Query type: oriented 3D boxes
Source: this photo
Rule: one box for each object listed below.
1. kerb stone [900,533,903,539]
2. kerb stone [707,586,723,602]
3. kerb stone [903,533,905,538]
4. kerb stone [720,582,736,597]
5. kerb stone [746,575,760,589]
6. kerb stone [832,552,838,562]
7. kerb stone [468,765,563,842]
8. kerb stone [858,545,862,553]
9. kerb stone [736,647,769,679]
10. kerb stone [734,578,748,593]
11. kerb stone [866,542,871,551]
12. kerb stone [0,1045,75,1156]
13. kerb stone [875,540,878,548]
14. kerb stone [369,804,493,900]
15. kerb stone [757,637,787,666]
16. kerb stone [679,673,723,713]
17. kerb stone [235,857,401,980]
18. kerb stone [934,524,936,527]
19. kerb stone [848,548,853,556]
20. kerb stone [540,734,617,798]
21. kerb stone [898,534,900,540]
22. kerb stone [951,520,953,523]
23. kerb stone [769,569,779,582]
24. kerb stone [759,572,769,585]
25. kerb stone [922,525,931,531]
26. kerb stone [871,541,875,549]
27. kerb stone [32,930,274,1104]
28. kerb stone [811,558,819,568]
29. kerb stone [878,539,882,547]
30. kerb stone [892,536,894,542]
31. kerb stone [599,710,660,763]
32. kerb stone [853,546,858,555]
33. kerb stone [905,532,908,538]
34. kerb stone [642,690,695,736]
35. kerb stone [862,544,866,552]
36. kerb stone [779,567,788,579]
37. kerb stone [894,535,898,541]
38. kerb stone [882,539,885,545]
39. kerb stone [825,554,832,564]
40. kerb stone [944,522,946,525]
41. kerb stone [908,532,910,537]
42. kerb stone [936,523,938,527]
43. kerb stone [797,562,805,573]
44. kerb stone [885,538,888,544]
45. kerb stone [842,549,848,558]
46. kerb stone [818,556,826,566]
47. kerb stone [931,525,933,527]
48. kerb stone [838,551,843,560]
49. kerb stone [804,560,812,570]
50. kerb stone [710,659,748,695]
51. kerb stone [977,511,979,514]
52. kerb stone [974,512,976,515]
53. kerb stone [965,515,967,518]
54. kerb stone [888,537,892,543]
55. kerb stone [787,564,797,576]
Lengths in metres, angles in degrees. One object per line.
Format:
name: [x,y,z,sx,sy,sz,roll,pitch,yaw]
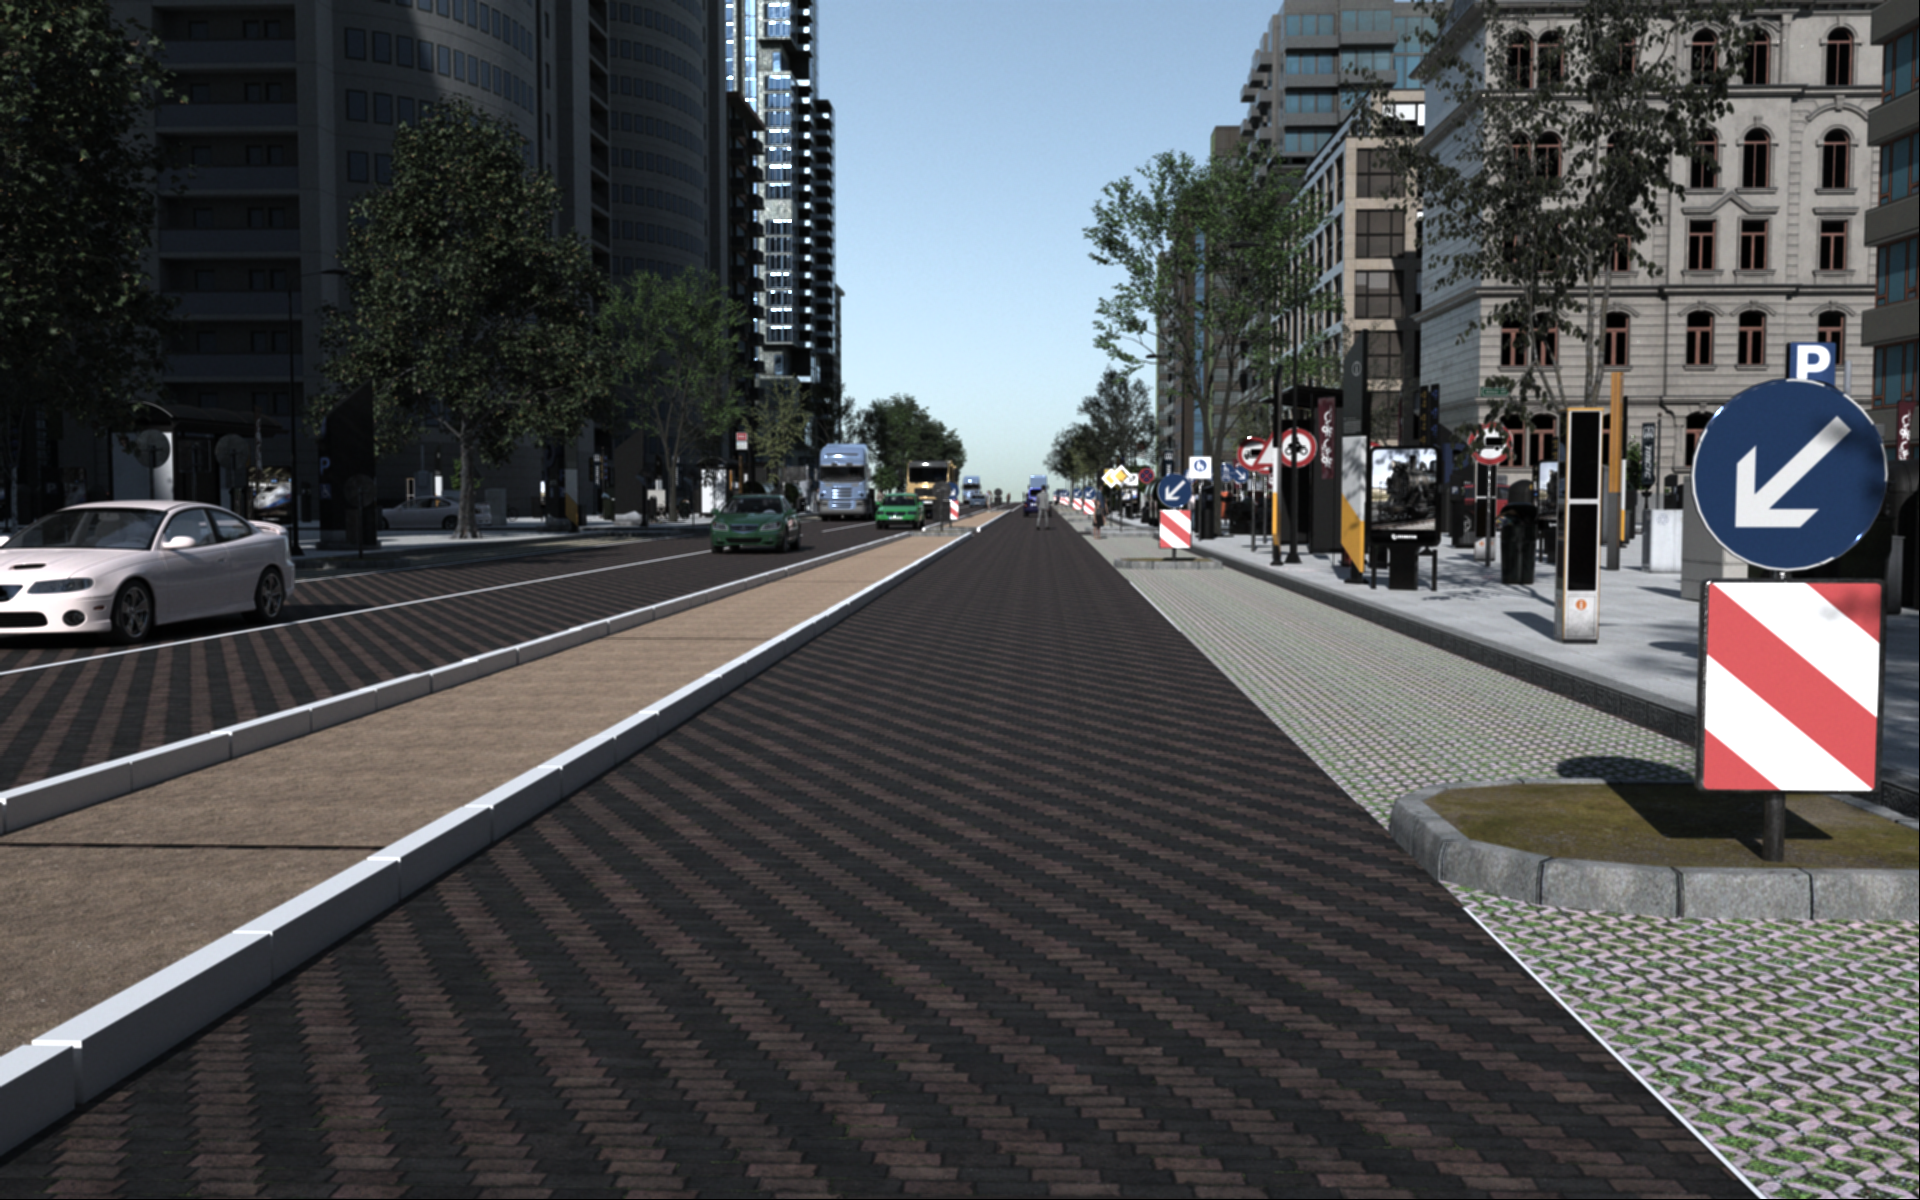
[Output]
kerb stone: [-1.947,-1.936,53.842,0.120,0.150,1.000,0,4,3]
kerb stone: [-3.346,-0.057,23.122,0.120,0.150,1.000,0,4,3]
kerb stone: [-1.908,-1.997,54.864,0.120,0.150,1.000,0,4,3]
kerb stone: [-3.307,-0.119,24.146,0.120,0.150,1.000,0,4,3]
kerb stone: [-3.210,-0.244,26.198,0.120,0.150,1.000,0,4,3]
kerb stone: [-2.744,-0.871,36.436,0.120,0.150,1.000,0,4,3]
kerb stone: [-1.959,0.891,7.634,0.120,0.150,1.000,0,4,3]
kerb stone: [-2.521,-1.184,41.549,0.120,0.150,1.000,0,4,3]
kerb stone: [-1.677,0.514,13.786,0.120,0.150,1.000,0,4,3]
kerb stone: [-3.262,-0.182,25.170,0.120,0.150,1.000,0,4,3]
kerb stone: [-2.419,-1.309,43.593,0.120,0.150,1.000,0,4,3]
kerb stone: [-2.146,1.141,3.537,0.120,0.150,1.000,0,4,3]
kerb stone: [-2.324,-1.434,45.635,0.120,0.150,1.000,0,4,3]
kerb stone: [-2.010,0.953,6.613,0.120,0.150,1.000,0,4,3]
kerb stone: [-1.634,0.452,14.809,0.120,0.150,1.000,0,4,3]
kerb stone: [-1.774,0.642,11.740,0.120,0.150,1.000,0,4,3]
kerb stone: [-2.057,1.018,5.592,0.120,0.150,1.000,0,4,3]
kerb stone: [-1.172,-2.968,70.765,0.120,0.150,1.000,0,4,3]
kerb stone: [-2.610,-1.058,39.500,0.120,0.150,1.000,0,4,3]
kerb stone: [-1.909,0.828,8.660,0.120,0.150,1.000,0,4,3]
kerb stone: [-1.995,-1.863,52.819,0.120,0.150,1.000,0,4,3]
kerb stone: [-0.566,-3.786,84.092,0.120,0.150,1.000,0,4,3]
kerb stone: [-3.121,-0.370,28.250,0.120,0.150,1.000,0,4,3]
kerb stone: [-3.173,-0.305,27.220,0.120,0.150,1.000,0,4,3]
kerb stone: [-1.323,-2.776,67.693,0.120,0.150,1.000,0,4,3]
kerb stone: [-2.366,-1.368,44.614,0.120,0.150,1.000,0,4,3]
kerb stone: [-2.097,1.078,4.567,0.120,0.150,1.000,0,4,3]
kerb stone: [-2.889,-0.683,33.369,0.120,0.150,1.000,0,4,3]
kerb stone: [-2.281,-1.497,46.667,0.120,0.150,1.000,0,4,3]
kerb stone: [-2.098,-1.748,50.769,0.120,0.150,1.000,0,4,3]
kerb stone: [-1.862,0.768,9.689,0.120,0.150,1.000,0,4,3]
kerb stone: [-2.560,-1.118,40.527,0.120,0.150,1.000,0,4,3]
kerb stone: [-1.859,-2.057,55.885,0.120,0.150,1.000,0,4,3]
kerb stone: [-1.814,0.702,10.716,0.120,0.150,1.000,0,4,3]
kerb stone: [-2.471,-1.246,42.572,0.120,0.150,1.000,0,4,3]
kerb stone: [-3.079,-0.430,29.271,0.120,0.150,1.000,0,4,3]
kerb stone: [-2.043,-1.810,51.790,0.120,0.150,1.000,0,4,3]
kerb stone: [-2.234,-1.559,47.692,0.120,0.150,1.000,0,4,3]
kerb stone: [-2.795,-0.807,35.412,0.120,0.150,1.000,0,4,3]
kerb stone: [-0.846,-3.410,77.941,0.120,0.150,1.000,0,4,3]
kerb stone: [-1.813,-2.123,56.907,0.120,0.150,1.000,0,4,3]
kerb stone: [-1.126,-3.033,71.786,0.120,0.150,1.000,0,4,3]
kerb stone: [-2.981,-0.558,31.325,0.120,0.150,1.000,0,4,3]
kerb stone: [-2.188,-1.622,48.713,0.120,0.150,1.000,0,4,3]
kerb stone: [-2.650,-0.996,38.479,0.120,0.150,1.000,0,4,3]
kerb stone: [-2.838,-0.746,34.390,0.120,0.150,1.000,0,4,3]
kerb stone: [-1.263,-2.845,68.715,0.120,0.150,1.000,0,4,3]
kerb stone: [-2.701,-0.933,37.458,0.120,0.150,1.000,0,4,3]
kerb stone: [-2.931,-0.620,32.348,0.120,0.150,1.000,0,4,3]
kerb stone: [-1.726,0.577,12.765,0.120,0.150,1.000,0,4,3]
kerb stone: [1.024,-5.915,118.903,0.120,0.150,1.000,0,4,3]
kerb stone: [0.780,-5.601,113.787,0.120,0.150,1.000,0,4,3]
kerb stone: [0.181,-4.787,100.460,0.120,0.150,1.000,0,4,3]
kerb stone: [-2.140,-1.681,49.748,0.120,0.150,1.000,0,4,3]
kerb stone: [-3.020,-0.496,30.304,0.120,0.150,1.000,0,4,3]
